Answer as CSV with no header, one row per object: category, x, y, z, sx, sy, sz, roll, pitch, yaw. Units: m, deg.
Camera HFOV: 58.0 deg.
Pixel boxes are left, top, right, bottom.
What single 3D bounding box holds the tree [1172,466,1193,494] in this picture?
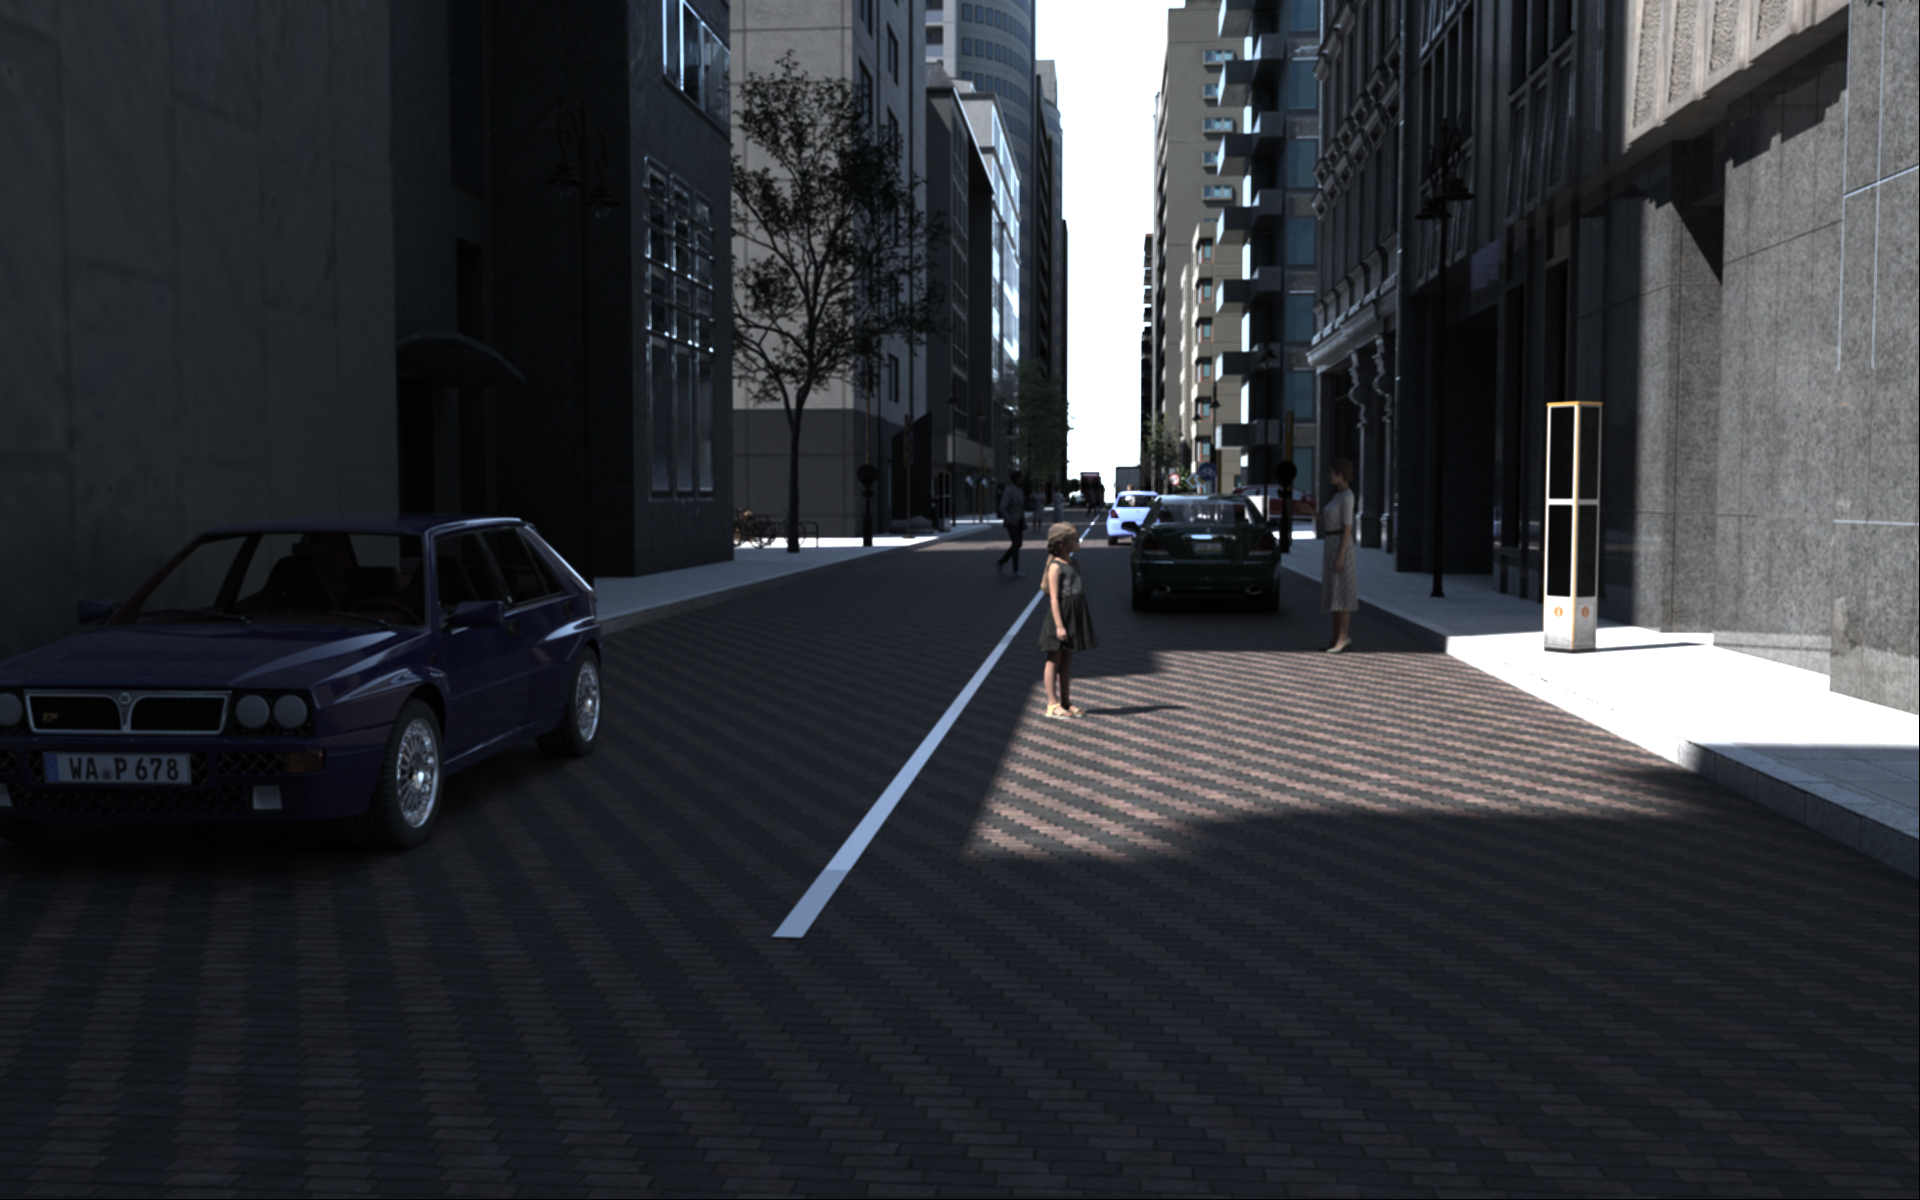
tree,13.959,-7.013,109.257,1.663,3.219,1.824,0,3,0

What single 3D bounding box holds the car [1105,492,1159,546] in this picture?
car,5.078,-2.425,49.245,1.945,1.707,3.694,0,4,6

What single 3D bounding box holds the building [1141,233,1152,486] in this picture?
building,40.736,-38.361,281.824,22.147,44.769,28.867,0,4,5

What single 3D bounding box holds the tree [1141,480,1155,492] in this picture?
tree,22.810,-13.251,211.249,1.663,3.219,1.824,0,3,0

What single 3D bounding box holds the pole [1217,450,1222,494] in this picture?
pole,11.997,-5.278,80.140,0.158,3.312,0.155,0,3,0

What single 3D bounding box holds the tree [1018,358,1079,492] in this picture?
tree,5.982,-13.854,144.639,7.486,12.596,7.792,0,3,0

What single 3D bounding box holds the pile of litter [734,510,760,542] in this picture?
pile of litter,-6.060,-2.039,47.300,1.176,0.858,1.719,0,4,-6

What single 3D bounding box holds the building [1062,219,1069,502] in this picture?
building,10.010,-38.152,273.899,14.600,45.320,14.200,0,4,5

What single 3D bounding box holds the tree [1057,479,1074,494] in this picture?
tree,13.214,-14.049,224.293,1.663,3.219,1.824,0,3,0

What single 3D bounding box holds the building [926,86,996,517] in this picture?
building,-6.167,-16.892,95.243,14.314,24.678,30.058,0,4,5

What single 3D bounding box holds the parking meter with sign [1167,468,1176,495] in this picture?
parking meter with sign,14.443,-7.267,115.074,0.543,3.016,1.738,-1,4,-21

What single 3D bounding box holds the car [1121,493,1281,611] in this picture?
car,3.176,-0.673,22.799,2.131,1.459,4.920,0,4,6

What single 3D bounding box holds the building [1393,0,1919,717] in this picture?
building,12.309,-12.210,17.658,12.078,24.808,19.932,0,4,5

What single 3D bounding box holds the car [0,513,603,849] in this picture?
car,-2.965,0.264,8.257,1.945,1.354,3.894,0,4,4

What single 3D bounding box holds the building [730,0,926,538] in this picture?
building,-12.296,-37.967,59.009,20.611,71.187,20.563,0,4,5

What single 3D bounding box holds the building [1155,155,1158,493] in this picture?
building,32.325,-34.525,188.178,21.300,48.544,21.600,0,4,5

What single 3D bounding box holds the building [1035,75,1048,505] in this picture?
building,-1.277,-34.853,193.555,21.300,48.544,21.600,0,4,5

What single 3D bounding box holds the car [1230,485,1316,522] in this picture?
car,13.811,-3.981,73.770,5.304,1.827,2.281,0,4,6

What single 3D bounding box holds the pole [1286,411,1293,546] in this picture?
pole,8.133,-2.995,42.806,0.158,3.312,0.155,0,3,0

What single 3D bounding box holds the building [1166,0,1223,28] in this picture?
building,30.249,-33.212,166.717,21.300,48.544,21.600,0,4,5

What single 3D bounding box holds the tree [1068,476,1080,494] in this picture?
tree,20.201,-19.768,306.915,4.285,4.588,4.351,0,3,0

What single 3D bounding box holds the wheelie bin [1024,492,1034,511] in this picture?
wheelie bin,5.357,-7.621,132.509,0.693,1.594,0.980,-1,4,-23

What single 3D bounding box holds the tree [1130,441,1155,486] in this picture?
tree,25.482,-17.585,237.883,4.360,8.622,3.978,0,3,0

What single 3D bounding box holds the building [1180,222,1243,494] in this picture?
building,30.187,-17.030,123.475,27.650,21.520,28.899,0,4,5

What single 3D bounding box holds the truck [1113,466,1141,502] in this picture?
truck,17.191,-11.575,178.159,2.839,4.237,11.283,0,4,4

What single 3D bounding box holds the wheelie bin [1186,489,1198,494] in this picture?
wheelie bin,13.807,-5.814,102.964,0.693,1.594,0.980,-3,5,-39

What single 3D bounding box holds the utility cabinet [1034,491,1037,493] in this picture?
utility cabinet,6.207,-8.538,148.269,0.318,1.500,1.173,-2,4,-34

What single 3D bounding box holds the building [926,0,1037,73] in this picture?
building,-3.730,-38.319,168.510,21.231,58.520,28.212,0,4,5

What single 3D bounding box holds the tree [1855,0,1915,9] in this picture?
tree,5.202,-4.292,4.582,8.767,10.594,7.601,0,4,5

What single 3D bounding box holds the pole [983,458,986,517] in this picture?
pole,1.421,-6.419,98.792,0.158,3.312,0.155,0,3,0

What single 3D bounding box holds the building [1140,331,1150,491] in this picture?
building,38.645,-32.555,303.978,14.160,30.474,14.107,0,4,5

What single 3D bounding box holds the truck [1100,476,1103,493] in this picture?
truck,21.302,-17.536,275.632,2.839,4.237,11.283,0,4,3

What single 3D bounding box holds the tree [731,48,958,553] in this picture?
tree,-3.784,-6.295,37.342,8.767,10.594,7.601,1,4,17

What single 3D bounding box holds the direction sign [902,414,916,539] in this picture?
direction sign,-1.466,-3.525,49.625,0.379,3.537,0.876,1,4,14

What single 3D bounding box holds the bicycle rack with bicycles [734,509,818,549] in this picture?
bicycle rack with bicycles,-4.892,-1.733,41.713,2.925,0.926,2.852,-3,5,-45

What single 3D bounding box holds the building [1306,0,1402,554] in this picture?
building,14.506,-12.046,47.856,10.553,20.767,40.483,0,4,5

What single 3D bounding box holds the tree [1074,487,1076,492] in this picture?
tree,15.768,-15.603,249.705,1.663,3.219,1.824,0,3,0

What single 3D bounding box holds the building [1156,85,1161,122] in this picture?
building,38.671,-38.095,212.084,28.713,52.752,27.495,0,4,5

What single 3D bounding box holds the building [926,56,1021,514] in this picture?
building,-1.990,-21.237,124.711,11.434,29.767,29.804,0,4,5

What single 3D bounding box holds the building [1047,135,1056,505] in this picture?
building,4.511,-34.350,211.735,14.600,45.320,14.200,0,4,5

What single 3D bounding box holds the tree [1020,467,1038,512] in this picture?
tree,4.741,-7.899,123.745,1.663,3.219,1.824,0,3,0

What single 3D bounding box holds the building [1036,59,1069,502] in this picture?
building,8.193,-52.138,290.713,20.563,71.187,20.611,0,4,5

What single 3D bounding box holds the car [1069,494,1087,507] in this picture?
car,12.893,-11.065,189.709,1.959,1.807,4.718,0,4,5

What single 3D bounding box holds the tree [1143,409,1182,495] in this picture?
tree,17.492,-12.061,147.554,4.737,8.622,4.395,0,3,0

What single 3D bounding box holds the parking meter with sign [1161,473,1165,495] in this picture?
parking meter with sign,17.579,-9.003,143.458,1.738,3.016,0.543,-1,4,-20

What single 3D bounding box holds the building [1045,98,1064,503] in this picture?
building,4.045,-43.473,252.776,21.231,58.520,28.212,0,4,5

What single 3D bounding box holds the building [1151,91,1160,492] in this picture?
building,38.599,-43.484,252.958,21.231,58.520,28.212,0,4,5

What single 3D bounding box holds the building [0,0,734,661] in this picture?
building,-14.884,-43.041,16.393,22.319,86.520,31.000,0,4,5

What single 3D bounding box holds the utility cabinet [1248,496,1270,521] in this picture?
utility cabinet,9.394,-2.669,54.804,0.306,1.237,1.020,-1,4,-21

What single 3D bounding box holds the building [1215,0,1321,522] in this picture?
building,28.322,-28.552,86.439,30.456,49.044,23.786,0,4,5
